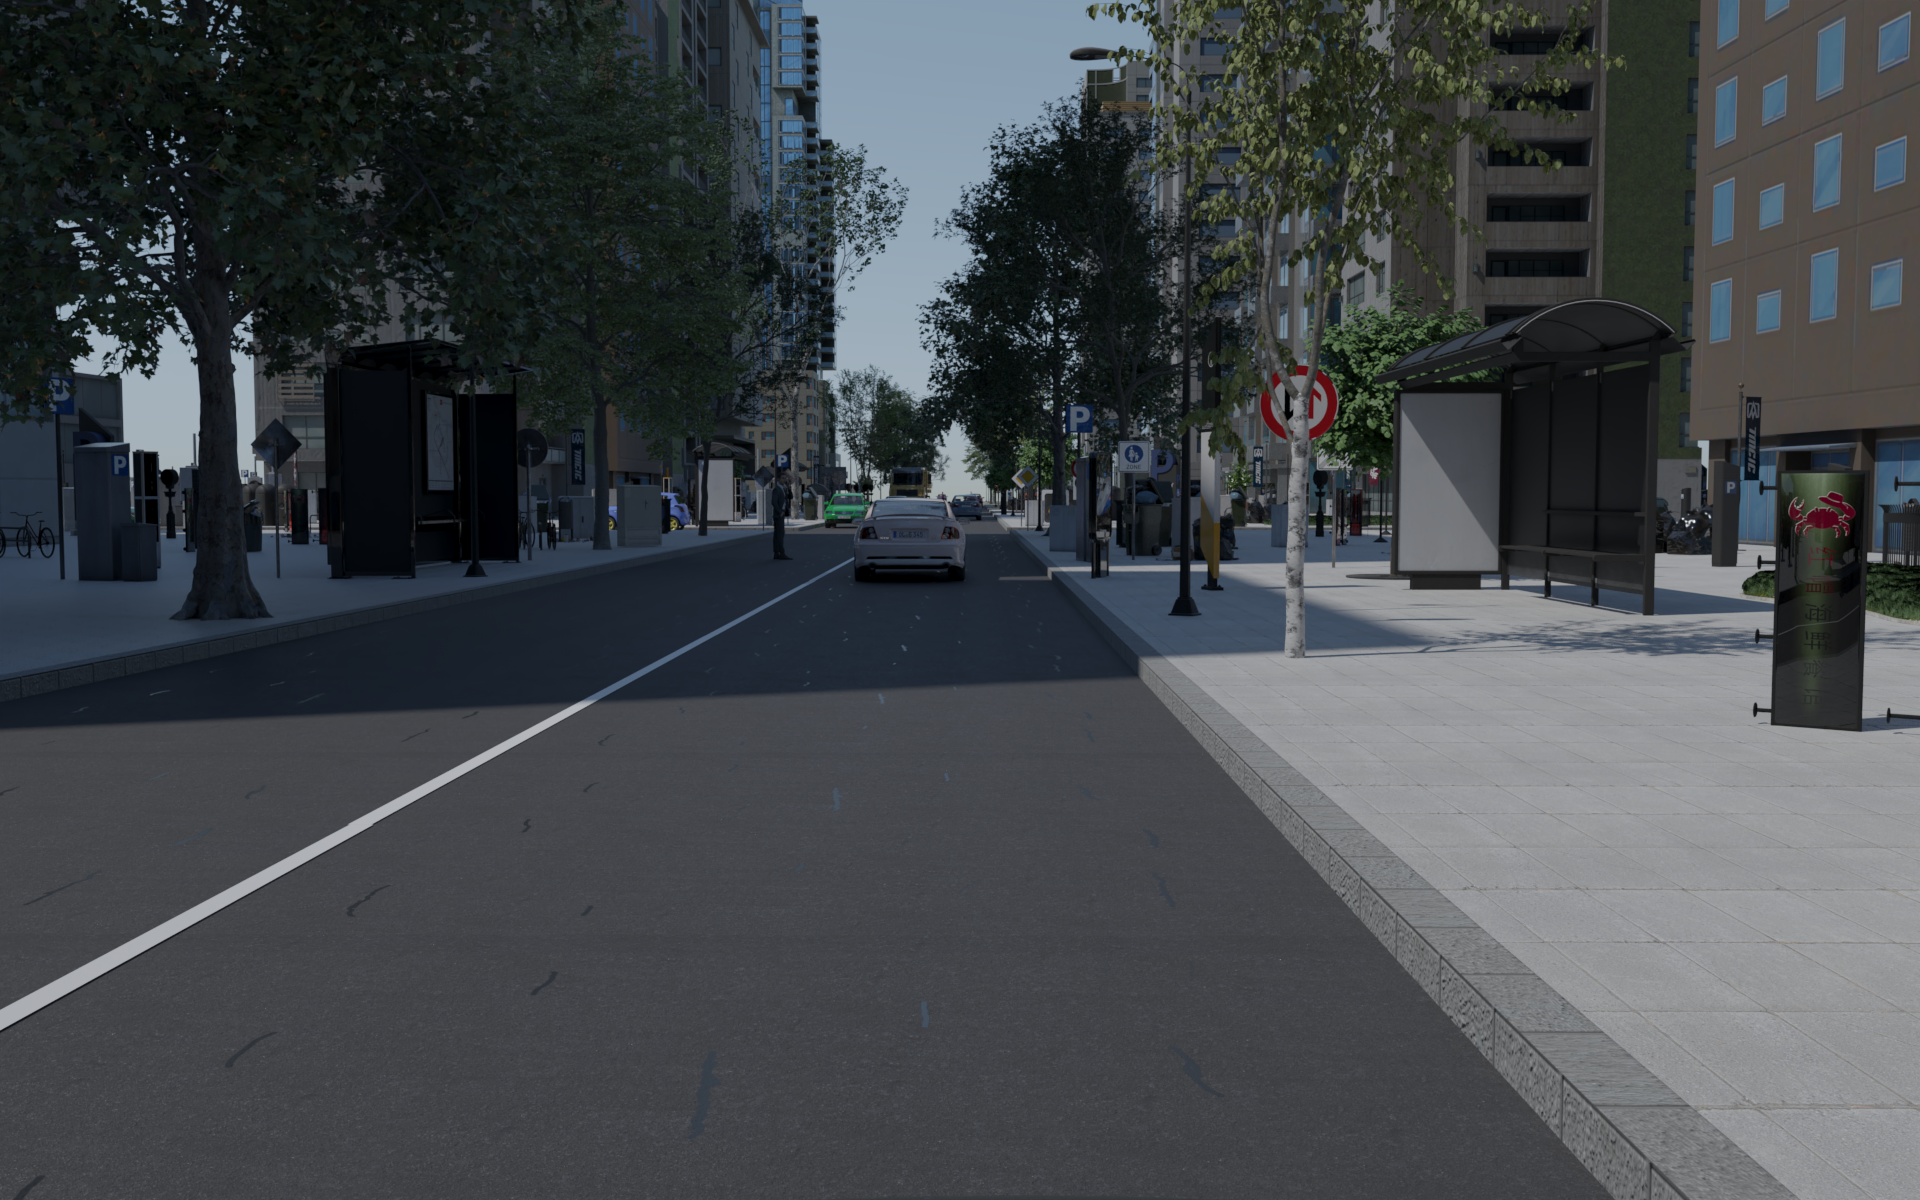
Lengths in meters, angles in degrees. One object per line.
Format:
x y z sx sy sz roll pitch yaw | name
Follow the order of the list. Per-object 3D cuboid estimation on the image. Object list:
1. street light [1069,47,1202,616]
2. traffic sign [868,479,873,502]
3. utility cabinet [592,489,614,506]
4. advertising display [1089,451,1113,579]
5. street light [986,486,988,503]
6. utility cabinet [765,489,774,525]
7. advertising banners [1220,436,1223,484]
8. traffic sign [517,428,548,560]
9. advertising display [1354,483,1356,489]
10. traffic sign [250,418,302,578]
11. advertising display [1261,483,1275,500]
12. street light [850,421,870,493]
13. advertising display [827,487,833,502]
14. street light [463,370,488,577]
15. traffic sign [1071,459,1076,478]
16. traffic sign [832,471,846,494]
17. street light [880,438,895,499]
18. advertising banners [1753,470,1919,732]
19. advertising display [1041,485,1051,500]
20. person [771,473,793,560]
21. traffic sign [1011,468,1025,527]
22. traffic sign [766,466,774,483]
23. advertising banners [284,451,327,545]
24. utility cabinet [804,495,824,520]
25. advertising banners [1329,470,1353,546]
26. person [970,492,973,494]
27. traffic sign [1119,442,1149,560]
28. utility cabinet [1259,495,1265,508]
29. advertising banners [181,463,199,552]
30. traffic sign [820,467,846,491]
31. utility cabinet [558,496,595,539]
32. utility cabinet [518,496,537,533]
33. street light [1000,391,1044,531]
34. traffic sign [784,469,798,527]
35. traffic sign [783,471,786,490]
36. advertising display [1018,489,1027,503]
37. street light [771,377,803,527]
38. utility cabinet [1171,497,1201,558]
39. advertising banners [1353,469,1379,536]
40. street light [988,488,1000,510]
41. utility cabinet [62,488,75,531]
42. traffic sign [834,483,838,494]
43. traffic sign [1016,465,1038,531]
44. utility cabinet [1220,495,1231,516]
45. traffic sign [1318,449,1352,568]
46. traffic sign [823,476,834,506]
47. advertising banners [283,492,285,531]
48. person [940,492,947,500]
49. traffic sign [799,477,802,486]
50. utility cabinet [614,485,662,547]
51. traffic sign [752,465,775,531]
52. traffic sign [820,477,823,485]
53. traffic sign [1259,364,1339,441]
1.839 -2.791 18.171 1.470 5.913 1.316 0 4 0 | street light
-7.084 -8.180 133.852 0.768 2.556 0.104 1 4 9 | traffic sign
-15.324 -4.058 75.027 1.173 1.500 0.318 -1 4 -18 | utility cabinet
2.161 -1.309 26.615 0.123 1.923 0.974 1 4 19 | advertising display
2.847 -10.418 142.880 1.470 5.913 1.316 0 4 0 | street light
-7.730 -3.866 71.893 0.318 1.500 1.173 1 4 12 | utility cabinet
6.606 -3.033 45.775 0.090 3.025 2.074 2 4 29 | advertising banners
-8.325 -2.039 33.437 0.768 2.556 0.104 0 4 4 | traffic sign
23.086 -5.824 100.437 0.974 1.923 0.123 -2 4 -34 | advertising display
-10.429 -1.545 26.439 0.795 2.450 0.064 0 4 2 | traffic sign
17.912 -5.847 100.817 0.974 1.923 0.123 -2 4 -30 | advertising display
-6.366 -8.376 109.489 1.470 5.913 1.316 0 4 0 | street light
-8.376 -6.490 111.324 0.123 1.923 0.974 -1 4 -23 | advertising display
-6.977 -3.312 26.684 1.470 5.913 1.316 0 4 0 | street light
4.240 -3.688 60.408 0.768 2.556 0.104 0 4 1 | traffic sign
-6.741 -5.886 96.343 0.768 2.556 0.104 0 4 7 | traffic sign
-6.080 -10.522 144.581 1.470 5.913 1.316 0 4 0 | street light
5.258 -0.780 8.948 2.074 3.025 0.090 3 4 38 | advertising banners
4.513 -5.298 91.834 0.123 1.923 0.974 -2 4 -31 | advertising display
-3.885 -1.843 38.002 0.474 1.900 0.648 0 4 -2 | person
2.416 -3.944 68.120 0.795 2.450 0.064 0 4 0 | traffic sign
-8.740 -4.824 78.978 0.768 2.556 0.104 0 4 2 | traffic sign
-16.060 -2.917 43.877 2.074 3.025 0.090 0 4 7 | advertising banners
-7.349 -4.651 87.207 1.020 1.237 0.306 1 4 15 | utility cabinet
9.392 -2.860 42.941 0.090 3.025 2.074 2 4 24 | advertising banners
1.666 -15.845 267.439 0.709 1.838 0.599 -3 4 -39 | person
3.367 -1.924 33.585 0.606 2.300 0.079 0 4 7 | traffic sign
15.558 -4.775 89.237 0.306 1.237 1.020 1 4 13 | utility cabinet
-17.035 -2.611 38.879 0.090 3.025 2.074 0 4 -3 | advertising banners
-9.551 -8.226 128.368 2.265 3.308 0.079 0 4 1 | traffic sign
-11.059 -2.375 50.000 1.020 1.237 0.306 0 4 -1 | utility cabinet
-14.317 -2.790 56.775 1.020 1.237 0.306 2 4 33 | utility cabinet
2.201 -5.325 59.611 1.470 5.913 1.316 0 4 0 | street light
-6.778 -3.949 68.209 0.795 2.450 0.064 0 4 0 | traffic sign
-9.834 -5.943 97.282 0.768 2.556 0.104 0 4 5 | traffic sign
4.961 -8.053 136.878 0.974 1.923 0.123 -3 4 -38 | advertising display
-6.710 -5.840 68.027 1.470 5.913 1.316 0 4 0 | street light
4.586 -1.453 34.911 0.306 1.237 1.020 2 4 30 | utility cabinet
12.118 -3.477 53.035 0.090 3.025 2.074 -2 4 -34 | advertising banners
2.548 -7.848 100.853 1.470 5.913 1.316 0 4 0 | street light
-29.801 -3.068 58.843 1.173 1.500 0.318 -3 4 -36 | utility cabinet
-9.015 -7.642 125.054 0.768 2.556 0.104 1 4 8 | traffic sign
2.356 -3.455 60.135 0.795 2.450 0.064 0 4 0 | traffic sign
15.290 -5.349 98.615 1.020 1.237 0.306 0 4 1 | utility cabinet
6.496 -1.708 30.055 0.606 2.300 0.079 0 4 6 | traffic sign
-7.470 -5.885 98.355 0.606 2.300 0.079 0 4 2 | traffic sign
-22.291 -3.759 57.655 0.090 3.025 2.074 -2 4 -33 | advertising banners
-2.261 -13.680 232.850 0.721 1.739 1.217 3 5 44 | person
-11.419 -7.398 121.055 0.768 2.556 0.104 1 4 10 | traffic sign
-7.796 -2.047 42.155 0.318 1.500 1.173 3 4 38 | utility cabinet
-6.838 -3.461 60.225 0.795 2.450 0.064 0 4 0 | traffic sign
-10.433 -7.805 127.719 0.768 2.556 0.104 1 4 8 | traffic sign
3.325 -1.037 17.065 0.768 2.556 0.104 0 4 5 | traffic sign
